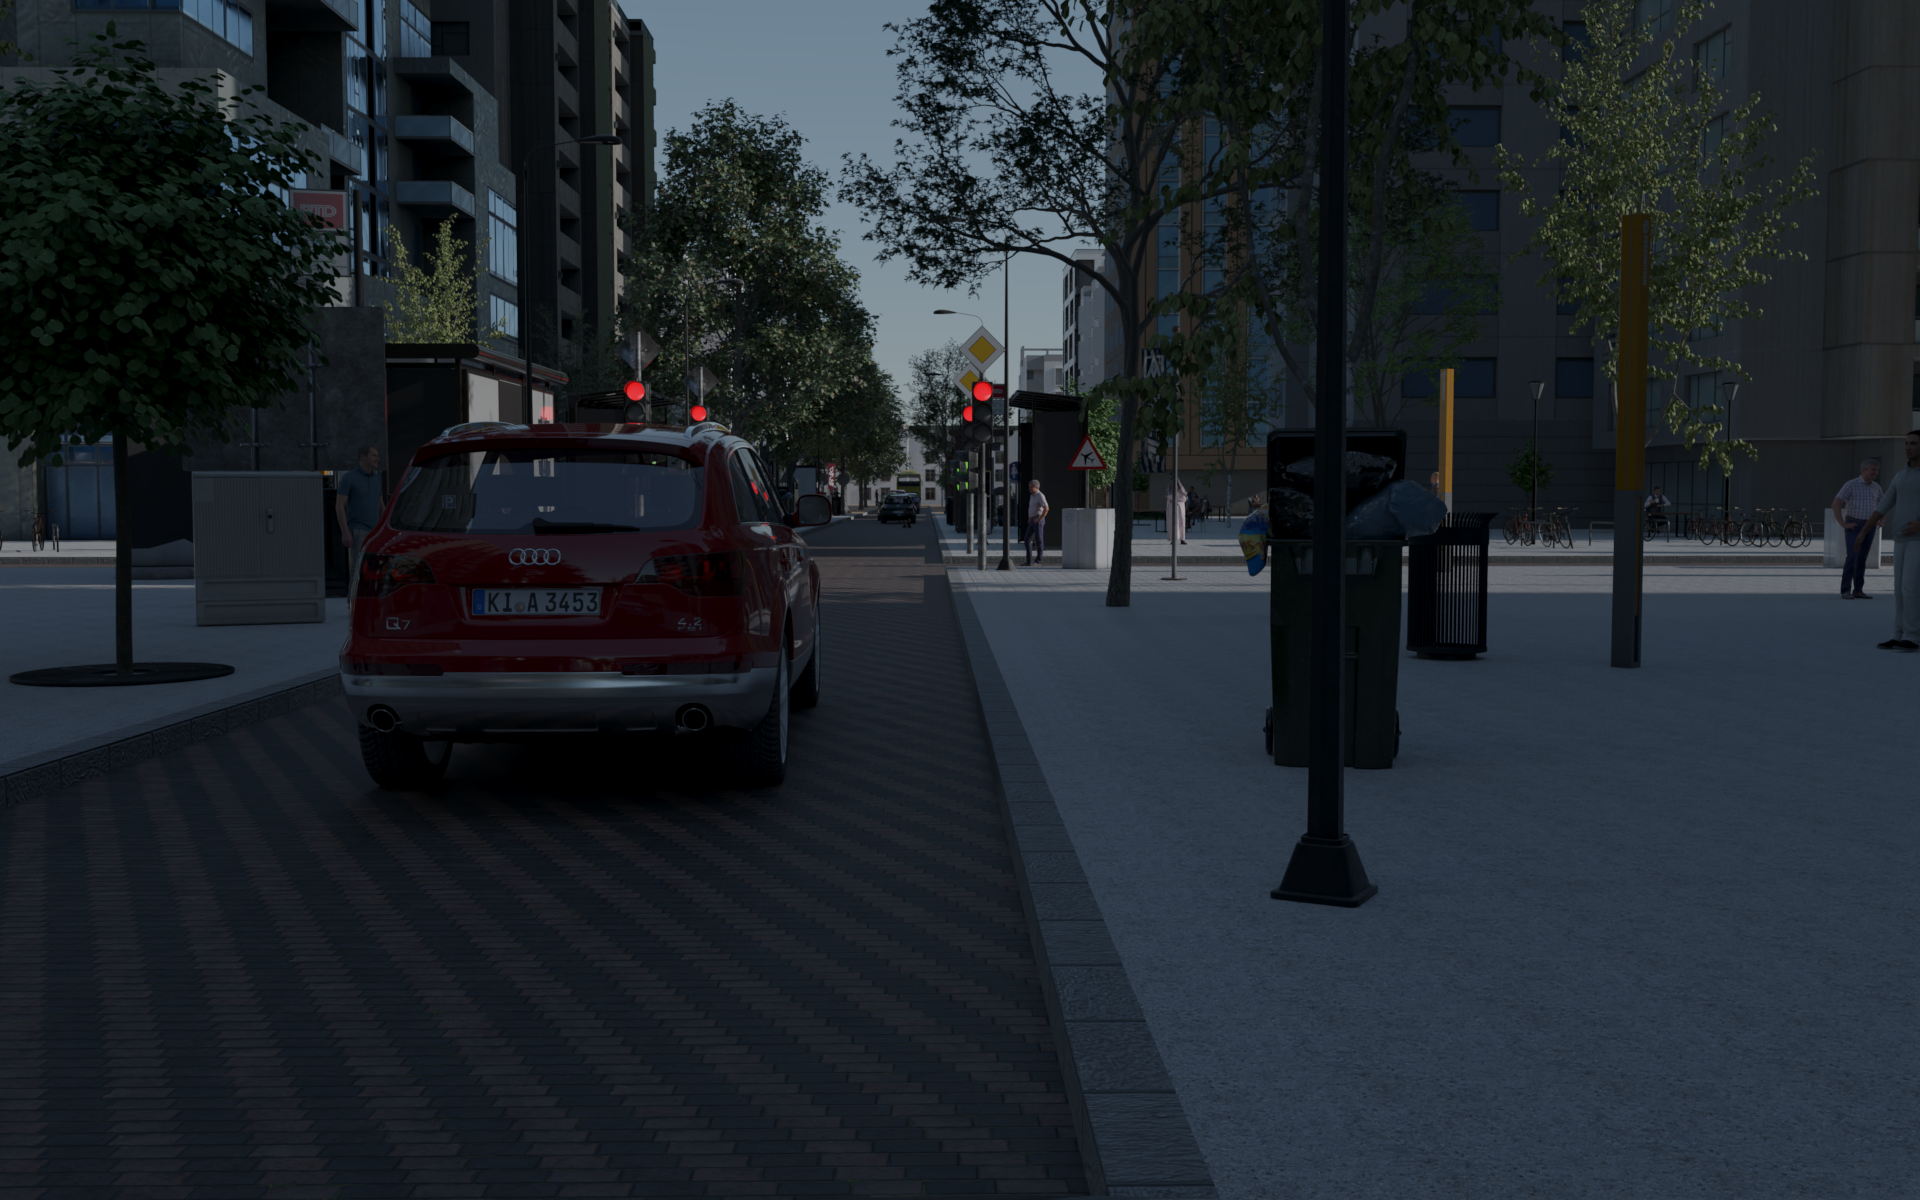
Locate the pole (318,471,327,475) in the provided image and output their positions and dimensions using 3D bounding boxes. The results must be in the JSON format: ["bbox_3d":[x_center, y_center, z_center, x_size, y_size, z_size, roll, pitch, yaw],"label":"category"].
[{"bbox_3d":[-14.298,-2.754,38.865,0.158,3.312,0.155,0,3,0],"label":"pole"}]

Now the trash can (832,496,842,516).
[{"bbox_3d":[-7.375,-5.586,102.985,0.748,1.137,0.748,0,3,0],"label":"trash can"}]

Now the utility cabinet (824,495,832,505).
[{"bbox_3d":[-6.995,-4.935,91.852,0.306,1.237,1.020,0,4,2],"label":"utility cabinet"}]

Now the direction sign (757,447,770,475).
[{"bbox_3d":[-9.423,-5.497,81.876,0.876,3.537,0.379,0,4,5],"label":"direction sign"}]

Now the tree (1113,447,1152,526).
[{"bbox_3d":[7.351,-4.666,70.884,1.663,3.219,1.824,0,3,0],"label":"tree"}]

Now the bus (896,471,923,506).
[{"bbox_3d":[-5.367,-11.708,182.974,2.896,3.916,12.252,0,4,-1],"label":"bus"}]

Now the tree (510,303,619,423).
[{"bbox_3d":[-15.035,-7.062,65.834,4.360,8.622,3.978,0,3,0],"label":"tree"}]

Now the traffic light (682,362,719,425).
[{"bbox_3d":[-5.501,-2.936,36.919,0.839,4.253,0.868,0,4,-1],"label":"traffic light"}]

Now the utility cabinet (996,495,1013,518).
[{"bbox_3d":[2.379,-5.062,93.926,1.020,1.237,0.306,-3,5,-42],"label":"utility cabinet"}]

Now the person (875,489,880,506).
[{"bbox_3d":[-8.973,-11.105,187.626,0.705,1.822,1.348,-2,4,-29],"label":"person"}]

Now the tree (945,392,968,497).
[{"bbox_3d":[-1.048,-14.425,161.600,9.928,11.665,9.643,0,3,0],"label":"tree"}]

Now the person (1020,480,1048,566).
[{"bbox_3d":[1.457,-1.519,34.268,0.436,1.711,0.756,-1,4,-14],"label":"person"}]

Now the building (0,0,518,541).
[{"bbox_3d":[-28.749,-45.715,60.115,22.319,86.520,31.000,0,4,-1],"label":"building"}]

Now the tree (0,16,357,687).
[{"bbox_3d":[-5.952,-1.731,12.016,4.285,4.588,4.351,0,3,0],"label":"tree"}]

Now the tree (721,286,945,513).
[{"bbox_3d":[-7.474,-9.246,76.927,9.928,11.665,9.643,0,3,0],"label":"tree"}]

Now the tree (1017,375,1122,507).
[{"bbox_3d":[3.129,-3.929,47.949,4.285,4.588,4.351,0,3,0],"label":"tree"}]

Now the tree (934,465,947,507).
[{"bbox_3d":[-0.875,-11.721,175.352,4.285,4.588,4.351,0,3,0],"label":"tree"}]

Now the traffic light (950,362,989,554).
[{"bbox_3d":[0.198,-2.943,37.044,0.839,4.253,0.868,0,4,-1],"label":"traffic light"}]

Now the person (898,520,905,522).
[{"bbox_3d":[-3.018,-4.635,88.187,0.435,1.345,0.340,0,4,-7],"label":"person"}]

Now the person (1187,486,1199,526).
[{"bbox_3d":[9.344,-3.810,70.206,0.662,1.594,0.647,-2,4,-32],"label":"person"}]

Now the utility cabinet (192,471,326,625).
[{"bbox_3d":[-6.884,-0.510,17.019,1.173,1.500,0.318,-2,4,-25],"label":"utility cabinet"}]

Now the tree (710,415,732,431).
[{"bbox_3d":[-14.813,-9.262,101.791,4.360,8.622,3.978,0,3,0],"label":"tree"}]

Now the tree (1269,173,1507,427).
[{"bbox_3d":[13.352,-7.891,54.766,9.928,11.665,9.643,0,3,0],"label":"tree"}]

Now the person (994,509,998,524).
[{"bbox_3d":[1.764,-3.688,74.268,0.347,0.859,0.695,-3,5,-39],"label":"person"}]

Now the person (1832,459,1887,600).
[{"bbox_3d":[11.067,-0.870,21.198,0.756,1.711,0.436,0,4,-3],"label":"person"}]

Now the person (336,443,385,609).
[{"bbox_3d":[-6.181,-0.723,18.000,0.434,1.807,0.598,3,4,38],"label":"person"}]

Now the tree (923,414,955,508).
[{"bbox_3d":[-1.424,-12.501,154.750,4.360,8.622,3.978,0,3,0],"label":"tree"}]

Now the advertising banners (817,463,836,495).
[{"bbox_3d":[-7.923,-6.222,97.916,2.074,3.025,0.090,-2,4,-33],"label":"advertising banners"}]

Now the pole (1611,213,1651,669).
[{"bbox_3d":[4.935,-1.156,12.739,0.158,3.312,0.155,0,3,0],"label":"pole"}]

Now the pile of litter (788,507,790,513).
[{"bbox_3d":[-7.300,-3.560,72.171,1.719,0.858,1.176,1,4,17],"label":"pile of litter"}]

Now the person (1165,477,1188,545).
[{"bbox_3d":[5.469,-2.278,43.959,0.551,1.740,0.621,-1,4,-21],"label":"person"}]

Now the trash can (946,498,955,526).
[{"bbox_3d":[-0.218,-3.607,70.635,0.748,1.137,0.748,0,3,0],"label":"trash can"}]

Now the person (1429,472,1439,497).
[{"bbox_3d":[10.371,-1.920,37.992,0.434,1.755,0.990,1,4,12],"label":"person"}]

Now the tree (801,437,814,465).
[{"bbox_3d":[-8.600,-10.802,126.975,4.737,8.622,4.395,0,3,0],"label":"tree"}]

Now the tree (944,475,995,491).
[{"bbox_3d":[0.550,-5.186,79.398,1.663,3.219,1.824,0,3,0],"label":"tree"}]

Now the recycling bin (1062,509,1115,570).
[{"bbox_3d":[2.236,-1.056,29.812,0.722,1.027,0.722,3,4,38],"label":"recycling bin"}]

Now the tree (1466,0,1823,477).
[{"bbox_3d":[9.343,-4.498,23.906,4.737,8.622,4.395,0,3,0],"label":"tree"}]

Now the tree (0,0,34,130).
[{"bbox_3d":[-11.136,-4.043,16.470,4.737,8.622,4.395,0,3,0],"label":"tree"}]

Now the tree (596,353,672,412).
[{"bbox_3d":[-15.722,-8.057,82.089,4.737,8.622,4.395,0,3,0],"label":"tree"}]

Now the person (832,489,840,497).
[{"bbox_3d":[-12.477,-10.372,175.755,1.348,1.807,0.705,-1,4,-19],"label":"person"}]

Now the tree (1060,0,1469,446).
[{"bbox_3d":[2.227,-3.650,10.045,4.737,8.622,4.395,0,3,0],"label":"tree"}]

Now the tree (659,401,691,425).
[{"bbox_3d":[-14.945,-7.716,76.522,4.360,8.622,3.978,0,3,0],"label":"tree"}]

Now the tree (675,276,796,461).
[{"bbox_3d":[-7.477,-8.145,67.589,8.767,10.594,7.601,1,4,21],"label":"tree"}]

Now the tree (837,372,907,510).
[{"bbox_3d":[-8.932,-15.077,164.633,7.486,12.596,7.792,0,3,0],"label":"tree"}]

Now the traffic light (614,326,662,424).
[{"bbox_3d":[-5.347,-2.447,28.935,0.839,4.253,0.868,0,4,-1],"label":"traffic light"}]

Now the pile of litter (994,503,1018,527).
[{"bbox_3d":[1.612,-3.364,68.959,1.719,0.858,1.176,0,4,6],"label":"pile of litter"}]

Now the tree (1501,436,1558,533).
[{"bbox_3d":[18.905,-3.828,57.184,1.663,3.219,1.824,0,3,0],"label":"tree"}]

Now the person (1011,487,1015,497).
[{"bbox_3d":[2.977,-5.855,102.302,0.617,1.759,0.750,1,4,13],"label":"person"}]

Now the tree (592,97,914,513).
[{"bbox_3d":[-6.429,-8.152,50.299,9.611,12.733,9.660,0,3,0],"label":"tree"}]

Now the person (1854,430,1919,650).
[{"bbox_3d":[7.722,-0.488,14.171,0.789,1.805,0.875,-1,4,-16],"label":"person"}]

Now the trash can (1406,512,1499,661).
[{"bbox_3d":[3.805,-0.114,13.517,0.748,1.137,0.748,0,3,0],"label":"trash can"}]

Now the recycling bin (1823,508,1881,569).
[{"bbox_3d":[15.482,-1.070,30.052,0.722,1.027,0.722,1,4,9],"label":"recycling bin"}]

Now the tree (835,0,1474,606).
[{"bbox_3d":[2.151,-5.206,19.525,7.601,10.594,8.767,0,4,-7],"label":"tree"}]

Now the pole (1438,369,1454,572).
[{"bbox_3d":[7.944,-2.110,28.348,0.158,3.312,0.155,0,3,0],"label":"pole"}]

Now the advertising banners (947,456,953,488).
[{"bbox_3d":[0.376,-5.191,81.054,2.074,3.025,0.090,-1,4,-22],"label":"advertising banners"}]

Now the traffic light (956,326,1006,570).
[{"bbox_3d":[0.352,-2.455,29.060,0.839,4.253,0.868,0,4,-1],"label":"traffic light"}]

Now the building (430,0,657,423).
[{"bbox_3d":[-25.600,-20.103,100.379,14.160,30.474,14.107,0,4,-1],"label":"building"}]

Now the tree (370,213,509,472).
[{"bbox_3d":[-14.101,-5.851,46.023,4.737,8.622,4.395,0,3,0],"label":"tree"}]
